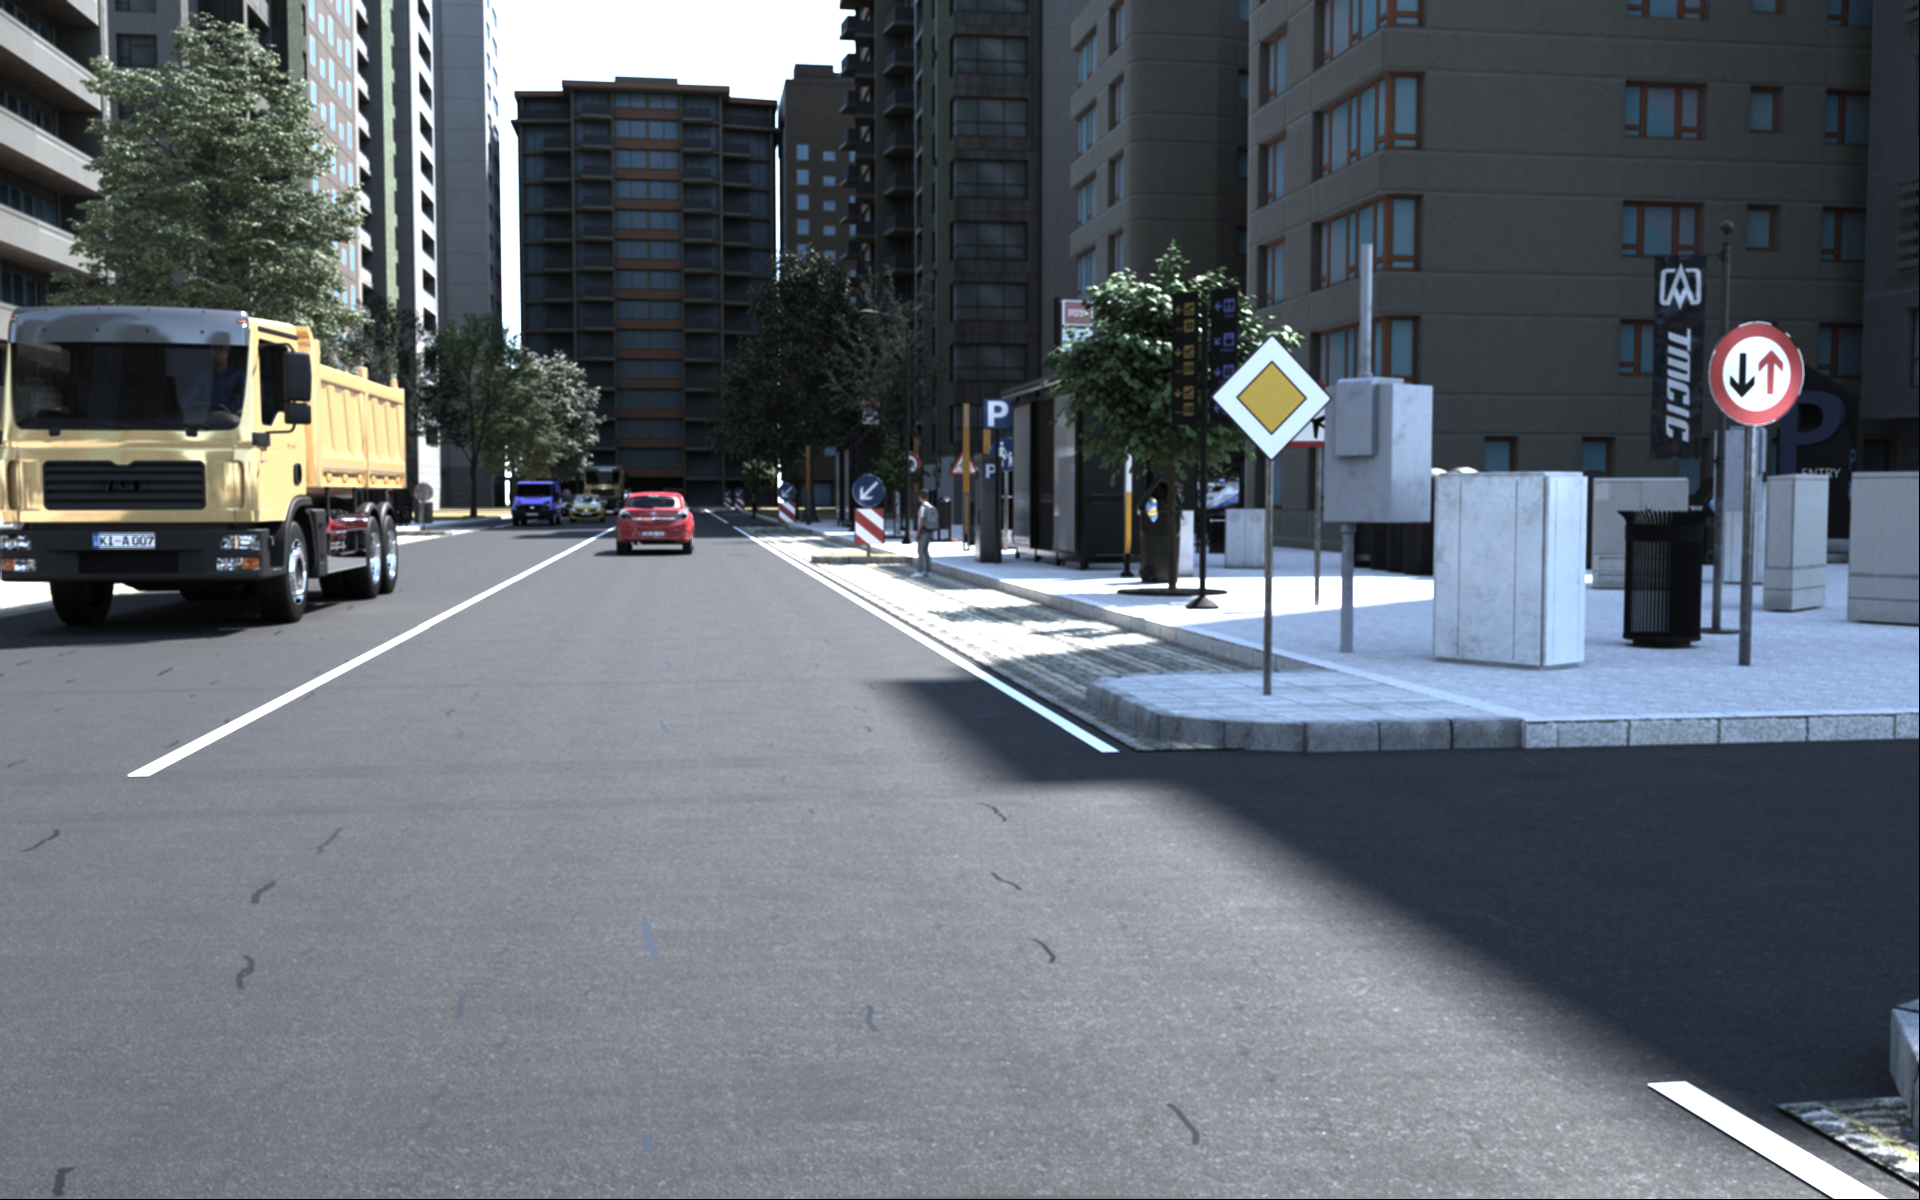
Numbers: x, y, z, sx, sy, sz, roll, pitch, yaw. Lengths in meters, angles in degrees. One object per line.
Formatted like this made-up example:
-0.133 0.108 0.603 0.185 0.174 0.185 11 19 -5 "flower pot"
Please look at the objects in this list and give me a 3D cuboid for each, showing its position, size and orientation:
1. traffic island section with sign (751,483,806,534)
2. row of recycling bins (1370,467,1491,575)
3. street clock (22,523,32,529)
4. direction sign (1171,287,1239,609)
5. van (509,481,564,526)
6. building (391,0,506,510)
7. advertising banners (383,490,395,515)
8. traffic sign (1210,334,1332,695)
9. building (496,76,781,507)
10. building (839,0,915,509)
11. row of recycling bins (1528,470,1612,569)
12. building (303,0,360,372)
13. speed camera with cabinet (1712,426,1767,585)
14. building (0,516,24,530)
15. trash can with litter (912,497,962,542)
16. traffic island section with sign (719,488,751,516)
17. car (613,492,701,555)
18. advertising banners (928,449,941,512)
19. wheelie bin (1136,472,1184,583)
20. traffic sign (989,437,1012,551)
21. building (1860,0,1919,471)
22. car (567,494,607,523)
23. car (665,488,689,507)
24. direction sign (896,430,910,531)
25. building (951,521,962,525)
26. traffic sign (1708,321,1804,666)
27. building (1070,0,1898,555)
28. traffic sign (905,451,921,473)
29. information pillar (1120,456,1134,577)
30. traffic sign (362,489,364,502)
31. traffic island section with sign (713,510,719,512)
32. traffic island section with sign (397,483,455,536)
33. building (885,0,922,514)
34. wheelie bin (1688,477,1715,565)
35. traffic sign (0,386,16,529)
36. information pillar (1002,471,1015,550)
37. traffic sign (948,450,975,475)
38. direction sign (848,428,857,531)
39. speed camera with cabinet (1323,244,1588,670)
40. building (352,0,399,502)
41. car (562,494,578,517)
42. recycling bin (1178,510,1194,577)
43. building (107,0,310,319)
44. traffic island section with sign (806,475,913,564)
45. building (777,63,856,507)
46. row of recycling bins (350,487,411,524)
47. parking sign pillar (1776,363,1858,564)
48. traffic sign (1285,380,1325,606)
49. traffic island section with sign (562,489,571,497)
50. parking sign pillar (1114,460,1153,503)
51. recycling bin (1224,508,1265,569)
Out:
-6.455 -3.328 63.034 1.989 1.847 2.006 -1 4 -9 "traffic island section with sign"
7.557 -1.283 28.084 1.069 1.692 3.534 0 4 -7 "row of recycling bins"
-15.807 -1.518 29.391 0.471 2.002 0.358 0 4 -1 "street clock"
2.719 -1.672 19.329 0.876 3.537 0.379 3 5 44 "direction sign"
-19.547 -4.633 80.135 2.240 2.365 5.245 -1 4 -8 "van"
-62.101 -38.949 178.823 28.212 58.520 21.231 -1 4 -9 "building"
-21.343 -4.204 64.927 0.090 3.025 2.074 0 4 -5 "advertising banners"
1.960 -0.450 10.999 0.795 2.450 0.064 -1 4 -9 "traffic sign"
-33.858 -32.421 184.707 28.867 44.769 22.147 -1 4 -9 "building"
1.816 -29.707 140.329 22.147 44.769 28.867 -1 4 -9 "building"
9.655 -1.421 30.339 3.534 1.692 1.069 2 4 25 "row of recycling bins"
-43.827 -27.586 101.135 14.600 45.320 14.200 -1 4 -9 "building"
11.055 -1.838 24.389 0.660 3.252 2.038 2 4 32 "speed camera with cabinet"
-39.781 -26.103 50.481 21.300 48.544 21.600 -1 4 -9 "building"
-0.561 -2.179 46.677 1.678 1.210 2.233 -3 4 -36 "trash can with litter"
-14.432 -6.336 112.224 1.989 1.847 2.006 -1 4 -9 "traffic island section with sign"
-7.474 -2.055 42.637 2.155 1.783 4.494 0 4 -8 "car"
-0.996 -4.370 67.633 0.090 3.025 2.074 -1 4 -14 "advertising banners"
2.923 -1.060 25.244 0.693 1.594 0.980 0 4 4 "wheelie bin"
1.025 -2.374 38.916 0.768 2.556 0.104 0 4 -3 "traffic sign"
26.916 -21.183 29.935 14.086 41.232 14.154 -1 4 -9 "building"
-18.918 -4.755 87.965 2.015 1.641 3.980 -1 4 -10 "car"
-19.086 -6.479 114.609 2.281 1.827 5.304 -1 4 -11 "car"
-2.048 -4.217 60.940 0.379 3.537 0.876 3 4 36 "direction sign"
5.578 -18.810 79.242 14.160 30.474 14.107 -1 4 -9 "building"
5.878 -0.782 12.898 0.768 2.556 0.104 -1 4 -9 "traffic sign"
20.034 -12.659 52.020 27.650 21.520 28.899 -1 4 -9 "building"
-1.550 -3.152 51.638 0.768 2.556 0.104 0 4 -1 "traffic sign"
2.594 -2.164 26.730 0.183 3.616 0.504 0 4 2 "information pillar"
-25.098 -4.450 72.766 0.884 2.594 0.081 0 4 -1 "traffic sign"
-18.758 -7.964 138.831 1.989 1.847 2.006 -1 4 -9 "traffic island section with sign"
-18.584 -3.141 59.991 1.989 1.847 2.006 -1 4 -9 "traffic island section with sign"
6.266 -41.401 115.165 20.563 71.187 20.611 -1 4 -9 "building"
13.751 -1.452 31.641 0.693 1.594 0.980 0 4 -1 "wheelie bin"
-18.221 -2.376 32.716 2.265 3.308 0.079 0 4 -3 "traffic sign"
1.099 -2.181 40.156 0.304 2.012 0.304 -3 5 -42 "information pillar"
0.118 -2.951 48.257 0.884 2.594 0.081 0 4 -4 "traffic sign"
-3.680 -4.147 59.802 0.379 3.537 0.876 1 4 12 "direction sign"
3.802 -1.166 13.406 0.660 3.252 2.038 -3 5 -39 "speed camera with cabinet"
-45.830 -26.400 115.236 14.154 41.232 14.086 -1 4 -9 "building"
-24.078 -6.031 108.397 2.009 1.686 4.222 0 4 -7 "car"
3.245 -0.892 27.145 0.722 1.027 0.722 0 4 -3 "recycling bin"
-41.452 -19.297 87.204 14.160 30.474 14.107 -1 4 -9 "building"
-2.088 -1.682 36.128 1.989 1.847 2.006 -1 4 -9 "traffic island section with sign"
-11.802 -32.693 184.635 14.200 45.320 14.600 -1 4 -9 "building"
-25.438 -4.109 74.297 3.534 1.692 1.069 -1 4 -23 "row of recycling bins"
16.070 -2.694 32.514 1.447 3.967 1.447 -3 5 -45 "parking sign pillar"
4.098 -1.213 19.831 0.884 2.594 0.081 0 3 0 "traffic sign"
-31.150 -7.878 137.430 1.989 1.847 2.006 -1 4 -9 "traffic island section with sign"
5.106 -3.824 50.987 1.447 3.967 1.447 -3 4 -36 "parking sign pillar"
5.010 -1.069 30.034 0.722 1.027 0.722 1 4 20 "recycling bin"
